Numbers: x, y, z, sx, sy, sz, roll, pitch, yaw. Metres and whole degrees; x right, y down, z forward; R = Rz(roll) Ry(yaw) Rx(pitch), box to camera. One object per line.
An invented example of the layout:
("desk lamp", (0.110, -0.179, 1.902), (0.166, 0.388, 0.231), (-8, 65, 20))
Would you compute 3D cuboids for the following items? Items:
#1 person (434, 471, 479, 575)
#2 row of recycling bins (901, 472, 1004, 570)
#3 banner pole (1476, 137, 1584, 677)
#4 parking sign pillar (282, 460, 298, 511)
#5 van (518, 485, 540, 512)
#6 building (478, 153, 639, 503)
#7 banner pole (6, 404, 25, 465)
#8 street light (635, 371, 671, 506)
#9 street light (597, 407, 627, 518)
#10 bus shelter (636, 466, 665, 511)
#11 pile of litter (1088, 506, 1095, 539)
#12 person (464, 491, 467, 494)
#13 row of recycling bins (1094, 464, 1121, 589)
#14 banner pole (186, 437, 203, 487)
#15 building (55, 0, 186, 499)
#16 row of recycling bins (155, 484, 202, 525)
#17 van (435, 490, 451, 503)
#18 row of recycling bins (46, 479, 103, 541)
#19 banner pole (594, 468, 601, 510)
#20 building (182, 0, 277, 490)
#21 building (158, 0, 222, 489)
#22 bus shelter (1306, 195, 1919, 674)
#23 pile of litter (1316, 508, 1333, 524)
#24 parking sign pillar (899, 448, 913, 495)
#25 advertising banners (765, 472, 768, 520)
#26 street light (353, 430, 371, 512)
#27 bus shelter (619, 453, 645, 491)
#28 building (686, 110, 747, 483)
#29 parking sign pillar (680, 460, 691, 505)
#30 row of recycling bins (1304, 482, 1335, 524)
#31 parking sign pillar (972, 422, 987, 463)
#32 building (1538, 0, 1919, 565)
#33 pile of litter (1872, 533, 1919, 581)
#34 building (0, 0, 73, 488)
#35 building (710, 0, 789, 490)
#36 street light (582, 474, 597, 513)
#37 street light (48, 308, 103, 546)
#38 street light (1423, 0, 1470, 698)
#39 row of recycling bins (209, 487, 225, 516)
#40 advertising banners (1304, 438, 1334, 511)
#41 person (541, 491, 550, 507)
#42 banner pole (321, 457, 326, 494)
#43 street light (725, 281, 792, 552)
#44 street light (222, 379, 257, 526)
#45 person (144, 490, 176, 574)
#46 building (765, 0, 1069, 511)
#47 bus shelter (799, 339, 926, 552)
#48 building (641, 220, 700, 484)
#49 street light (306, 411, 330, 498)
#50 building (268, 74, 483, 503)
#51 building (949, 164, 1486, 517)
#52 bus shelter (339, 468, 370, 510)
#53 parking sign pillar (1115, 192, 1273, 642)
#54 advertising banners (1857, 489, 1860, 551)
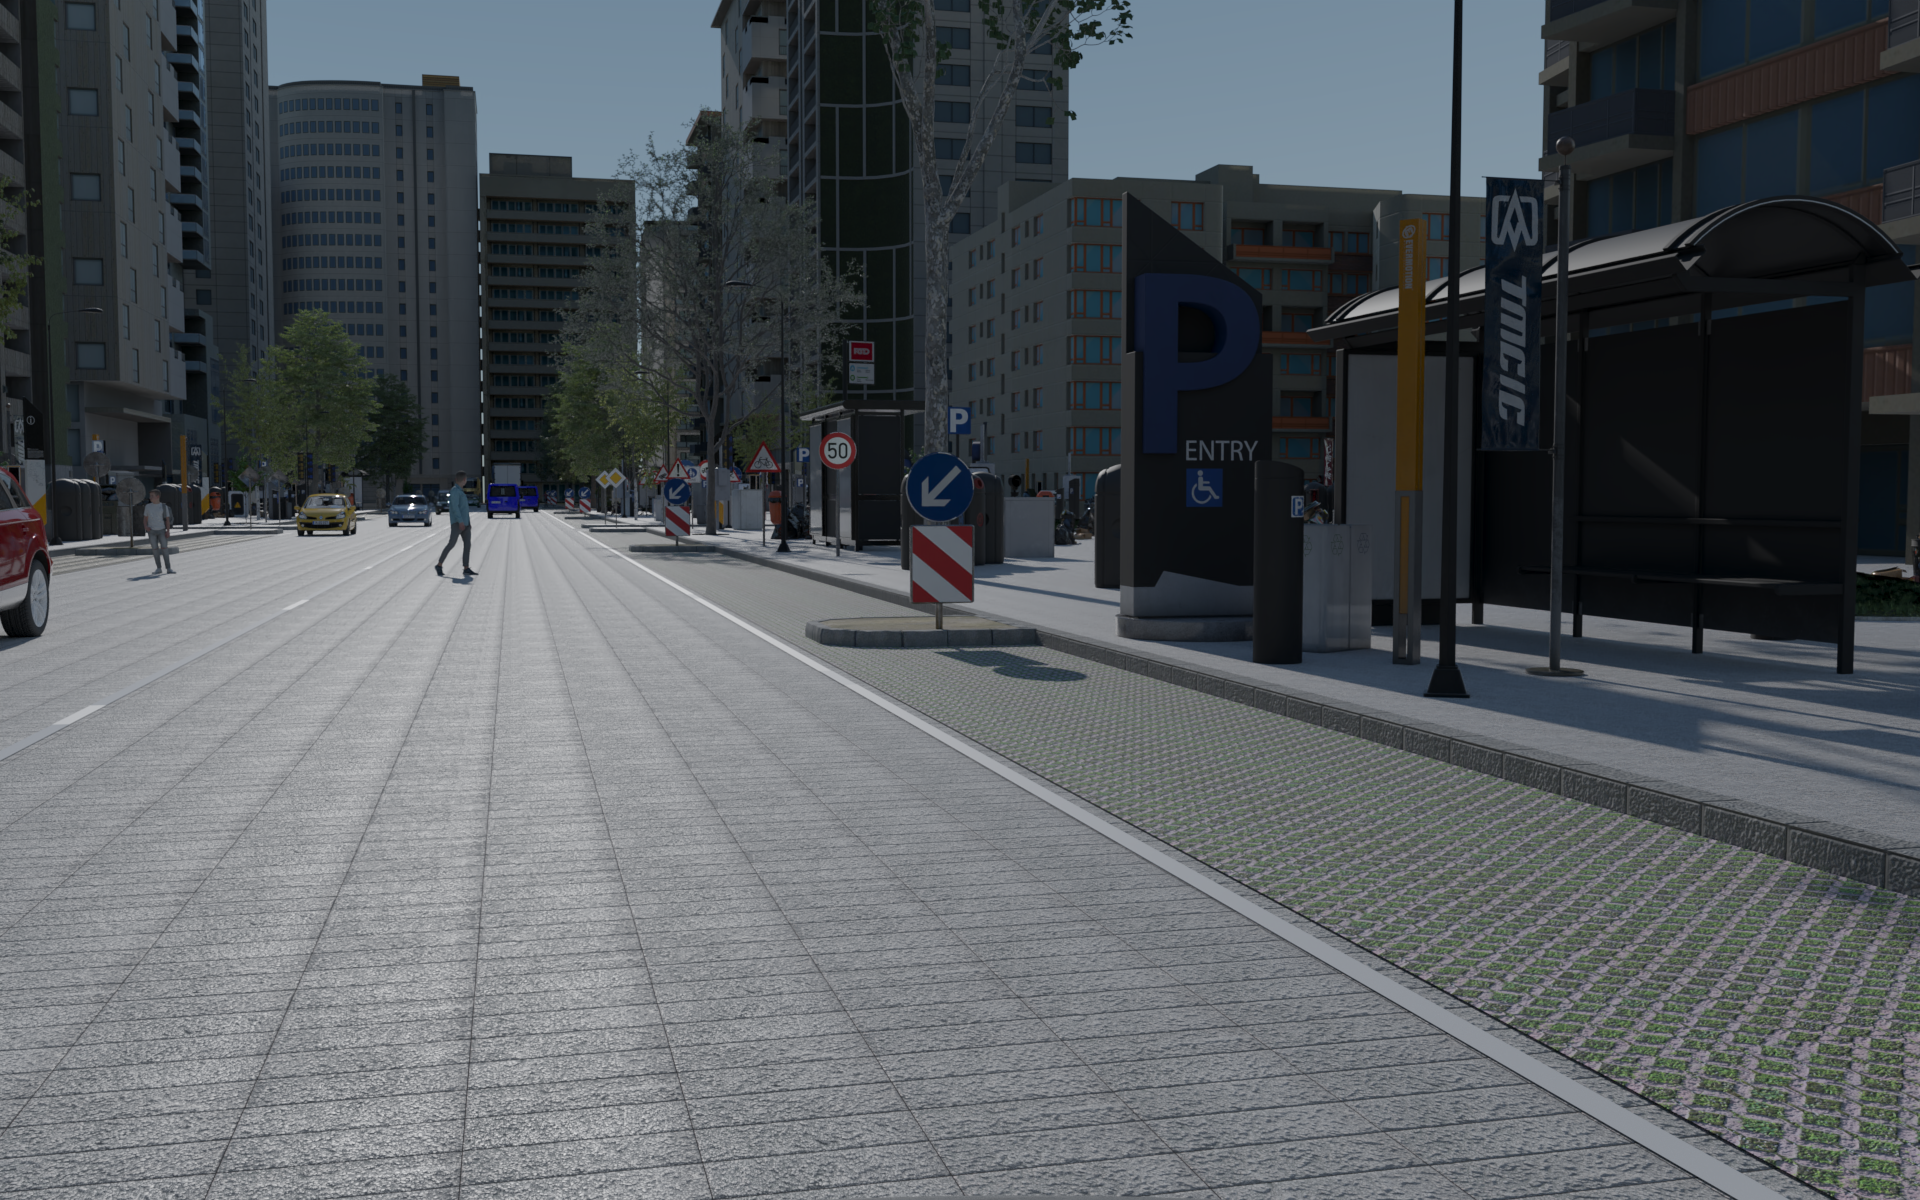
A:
("person", (-8.889, -1.360, 30.595), (0.748, 1.841, 0.638), (1, 4, 10))
("row of recycling bins", (-0.140, -1.443, 30.701), (1.069, 1.692, 3.534), (1, 4, 21))
("banner pole", (4.019, -1.356, 12.180), (0.863, 3.779, 0.401), (-1, 4, -16))
("parking sign pillar", (-51.667, -8.852, 133.201), (1.447, 3.967, 1.447), (-3, 5, -44))
("van", (-34.698, -8.191, 138.299), (2.240, 2.365, 5.245), (-1, 4, -16))
("building", (-58.103, -38.333, 250.444), (21.600, 48.544, 21.300), (-1, 4, -14))
("banner pole", (-26.265, -3.562, 48.259), (0.401, 3.779, 0.863), (1, 4, 19))
("street light", (-11.579, -5.689, 65.557), (1.470, 5.913, 1.316), (-1, 4, -14))
("street light", (-18.488, -7.330, 92.392), (1.470, 5.913, 1.316), (-1, 4, -14))
("bus shelter", (-22.618, -8.150, 127.171), (2.014, 3.302, 5.546), (-1, 4, -15))
("pile of litter", (3.334, -2.176, 49.544), (1.176, 0.858, 1.719), (2, 4, 33))
("person", (-55.078, -11.287, 193.184), (0.705, 1.807, 1.348), (3, 4, 36))
("row of recycling bins", (3.203, -1.076, 24.706), (3.534, 1.692, 1.069), (-3, 5, -44))
("banner pole", (-33.937, -5.296, 76.614), (0.863, 3.779, 0.401), (-2, 4, -33))
("building", (-70.879, -32.514, 120.848), (28.713, 52.752, 27.495), (-1, 4, -14))
("row of recycling bins", (-32.839, -4.011, 72.698), (1.069, 1.692, 3.534), (0, 4, -4))
("van", (-50.769, -10.018, 170.801), (2.013, 2.044, 4.112), (-1, 4, -16))
("row of recycling bins", (-24.732, -2.531, 48.496), (1.069, 1.692, 3.534), (-1, 4, -15))
("banner pole", (-29.609, -9.309, 142.211), (0.863, 3.779, 0.401), (0, 4, -6))
("building", (-85.732, -45.679, 185.095), (20.611, 71.187, 20.563), (-1, 4, -14))
("building", (-76.882, -51.147, 148.920), (22.319, 86.520, 31.000), (-1, 4, -14))
("bus shelter", (5.019, -1.255, 14.445), (2.014, 3.302, 5.546), (-1, 4, -14))
("pile of litter", (10.854, -2.349, 52.374), (1.719, 0.858, 1.176), (1, 4, 17))
("parking sign pillar", (-2.977, -6.530, 95.233), (1.447, 3.967, 1.447), (-3, 4, -36))
("advertising banners", (-9.739, -5.504, 86.172), (0.090, 3.025, 2.074), (0, 4, 5))
("street light", (-43.103, -9.307, 124.716), (1.470, 5.913, 1.316), (-1, 4, -14))
("bus shelter", (-26.365, -9.815, 138.107), (2.179, 5.291, 8.768), (-1, 4, -14))
("building", (-19.533, -33.246, 198.200), (22.147, 44.769, 28.867), (-1, 4, -14))
("parking sign pillar", (-21.603, -9.143, 137.964), (1.447, 3.967, 1.447), (-1, 4, -22))
("row of recycling bins", (13.569, -3.255, 60.334), (3.534, 1.692, 1.069), (-1, 4, -17))
("parking sign pillar", (0.739, -4.624, 64.079), (1.447, 3.967, 1.447), (0, 4, 7))
("building", (25.449, -23.351, 36.412), (22.147, 44.769, 28.867), (-1, 4, -14))
("pile of litter", (12.589, -0.548, 22.933), (1.719, 0.858, 1.176), (0, 4, -5))
("building", (-55.645, -19.439, 89.523), (14.160, 30.474, 14.107), (-1, 4, -14))
("building", (-8.603, -35.626, 171.721), (28.713, 52.752, 27.495), (-1, 4, -14))
("street light", (-25.450, -8.966, 119.142), (1.470, 5.913, 1.316), (-1, 4, -14))
("street light", (-22.086, -4.326, 43.265), (1.470, 5.913, 1.316), (-1, 4, -14))
("street light", (2.575, -2.336, 10.728), (1.470, 5.913, 1.316), (-1, 4, -14))
("row of recycling bins", (-44.022, -5.773, 101.497), (1.069, 1.692, 3.534), (1, 4, 22))
("advertising banners", (11.665, -3.719, 56.988), (0.090, 3.025, 2.074), (-1, 4, -23))
("person", (-45.167, -11.003, 189.115), (1.217, 1.743, 0.721), (-3, 5, -42))
("banner pole", (-43.031, -7.775, 117.133), (0.401, 3.779, 0.863), (0, 4, 0))
("street light", (-4.427, -4.006, 38.039), (1.470, 5.913, 1.316), (-1, 4, -14))
("street light", (-29.079, -5.957, 69.933), (1.470, 5.913, 1.316), (-1, 4, -14))
("person", (-14.402, -1.229, 31.190), (0.503, 1.515, 0.523), (-3, 5, -41))
("building", (-4.234, -42.774, 137.613), (20.563, 71.187, 20.611), (-1, 4, -14))
("bus shelter", (-2.627, -3.982, 42.735), (2.179, 5.291, 8.768), (-1, 4, -14))
("building", (-38.928, -34.775, 252.168), (14.086, 41.232, 14.154), (-1, 4, -14))
("street light", (-36.061, -7.626, 97.227), (1.470, 5.913, 1.316), (-1, 4, -14))
("building", (-82.324, -42.956, 244.333), (28.212, 58.520, 21.231), (-1, 4, -14))
("building", (16.674, -16.316, 111.807), (28.899, 21.520, 27.650), (-1, 4, -14))
("bus shelter", (-48.556, -8.874, 139.011), (2.014, 3.302, 5.546), (-1, 4, -15))
("parking sign pillar", (2.131, -1.659, 15.599), (1.447, 3.967, 1.447), (-1, 4, -12))
("advertising banners", (12.393, -1.809, 25.768), (0.090, 3.025, 2.074), (-2, 4, -30))
